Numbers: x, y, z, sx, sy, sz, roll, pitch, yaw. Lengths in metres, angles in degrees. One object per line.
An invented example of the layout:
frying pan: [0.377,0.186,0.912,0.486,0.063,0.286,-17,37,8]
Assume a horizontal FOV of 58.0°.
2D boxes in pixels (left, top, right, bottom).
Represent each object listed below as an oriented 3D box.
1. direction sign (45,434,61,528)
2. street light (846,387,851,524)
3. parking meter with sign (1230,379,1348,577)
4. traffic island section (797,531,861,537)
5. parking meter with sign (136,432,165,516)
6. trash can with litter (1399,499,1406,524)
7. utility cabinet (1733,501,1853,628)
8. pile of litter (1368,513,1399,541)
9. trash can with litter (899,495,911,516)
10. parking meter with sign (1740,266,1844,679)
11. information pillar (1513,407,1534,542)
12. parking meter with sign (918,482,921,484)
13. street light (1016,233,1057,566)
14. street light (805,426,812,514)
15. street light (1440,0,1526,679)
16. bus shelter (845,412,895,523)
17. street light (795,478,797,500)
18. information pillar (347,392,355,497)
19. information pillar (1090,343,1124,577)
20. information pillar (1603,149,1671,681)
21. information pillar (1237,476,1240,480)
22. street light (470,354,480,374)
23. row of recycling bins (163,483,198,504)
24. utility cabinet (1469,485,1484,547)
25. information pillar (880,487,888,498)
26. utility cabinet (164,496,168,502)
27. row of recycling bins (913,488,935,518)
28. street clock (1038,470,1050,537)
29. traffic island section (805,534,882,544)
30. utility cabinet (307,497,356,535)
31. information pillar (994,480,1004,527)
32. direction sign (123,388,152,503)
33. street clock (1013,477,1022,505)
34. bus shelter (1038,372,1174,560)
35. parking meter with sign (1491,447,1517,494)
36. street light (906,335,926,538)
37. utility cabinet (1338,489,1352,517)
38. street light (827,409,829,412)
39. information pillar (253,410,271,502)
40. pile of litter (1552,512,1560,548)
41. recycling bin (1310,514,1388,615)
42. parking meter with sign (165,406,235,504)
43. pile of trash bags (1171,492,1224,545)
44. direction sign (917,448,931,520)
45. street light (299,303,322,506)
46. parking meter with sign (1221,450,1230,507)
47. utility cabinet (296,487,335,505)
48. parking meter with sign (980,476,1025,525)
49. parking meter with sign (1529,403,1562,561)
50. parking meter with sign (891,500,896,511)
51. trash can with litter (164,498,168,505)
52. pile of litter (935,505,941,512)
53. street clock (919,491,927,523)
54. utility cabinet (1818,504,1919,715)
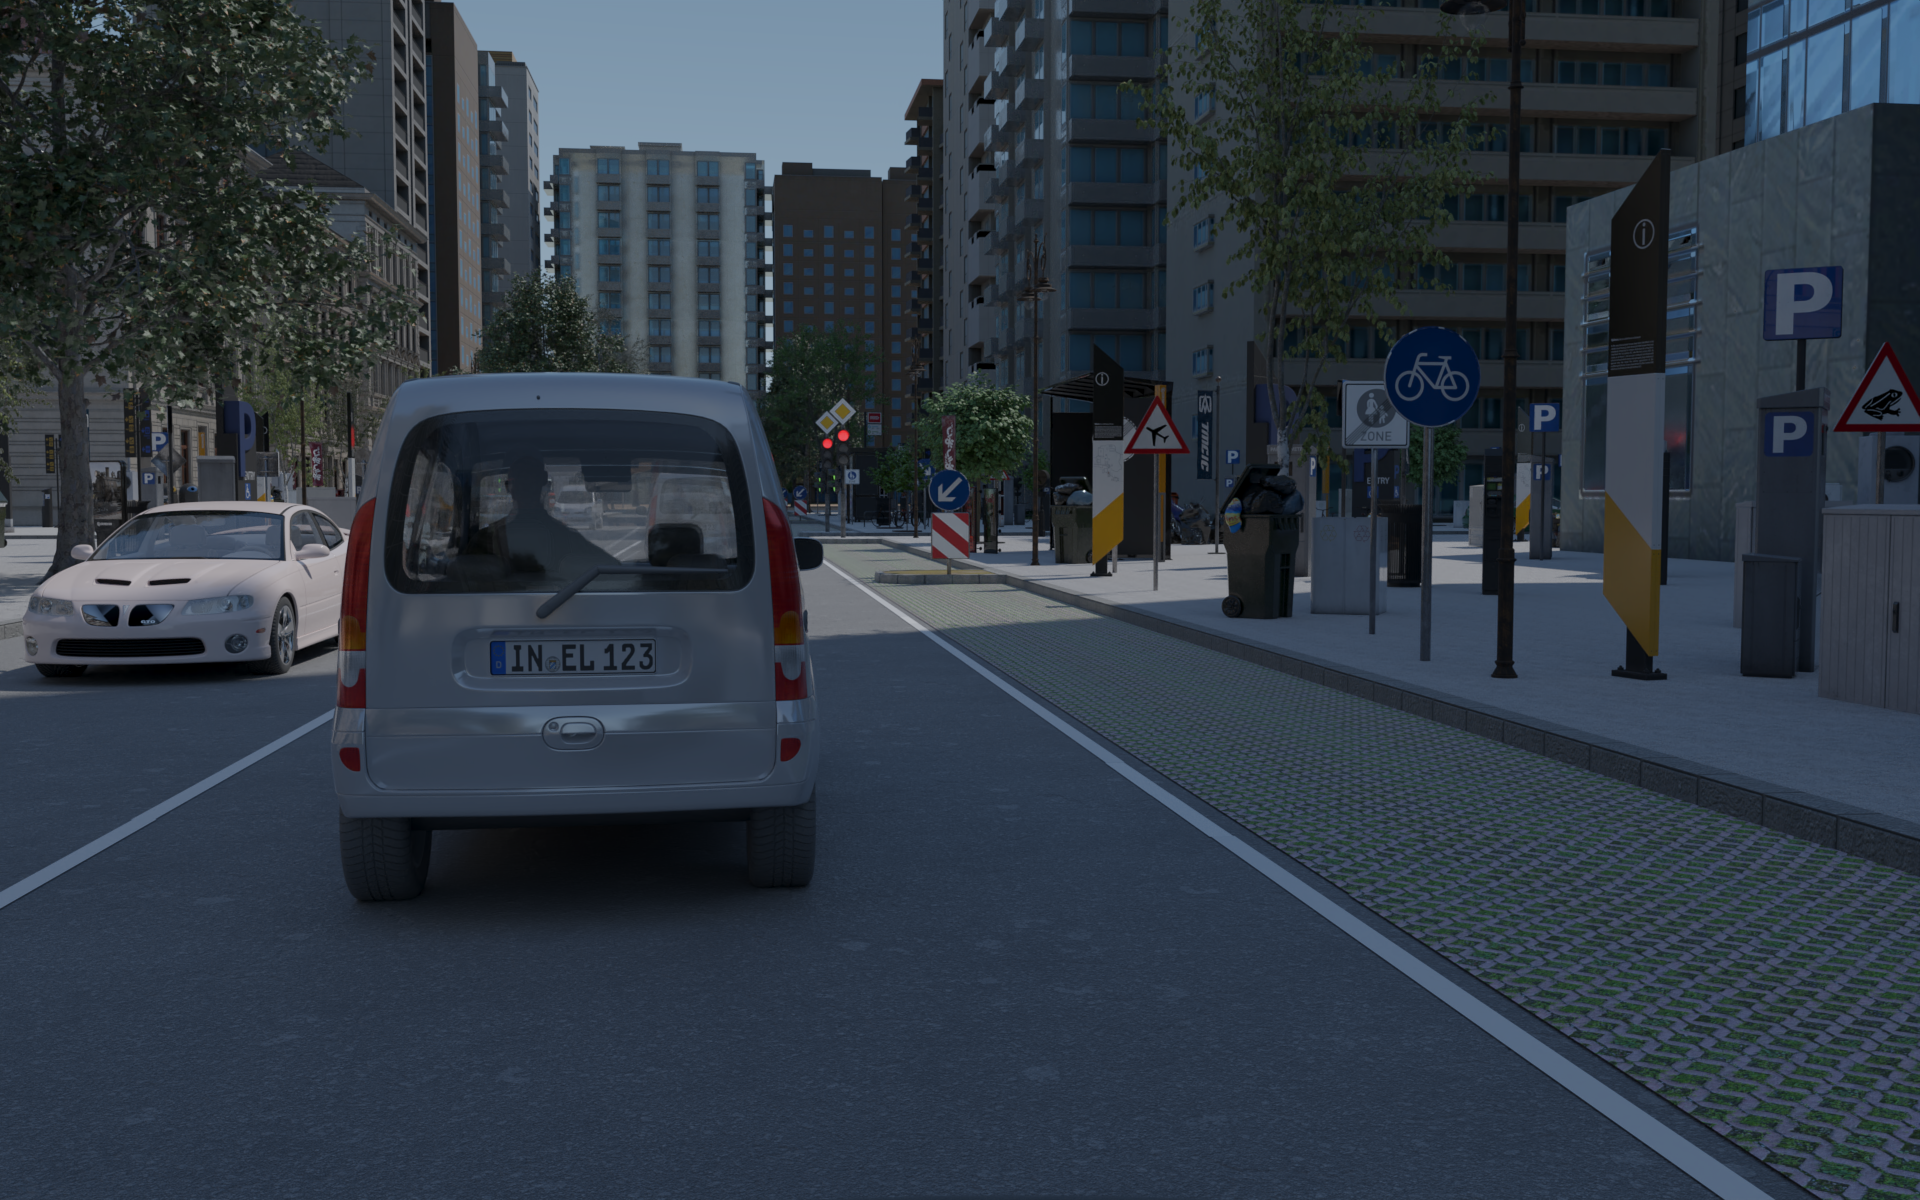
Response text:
direction sign: [-34.247,-4.510,65.733,0.876,3.537,0.379,0,4,3]
street light: [-4.830,-6.245,74.898,0.468,5.910,1.993,0,4,-8]
parking meter with sign: [5.173,-1.881,27.014,1.738,3.016,0.543,2,4,29]
traffic island section: [-4.472,-2.229,58.729,2.009,0.180,2.903,0,4,-8]
parking meter with sign: [-22.395,-3.162,47.961,0.543,3.016,1.738,-1,4,-10]
trash can with litter: [19.094,-3.861,74.509,1.055,1.170,0.624,3,5,44]
utility cabinet: [7.960,-0.331,16.577,1.020,1.237,0.306,0,4,-6]
pile of litter: [9.876,-1.603,40.178,1.176,0.858,1.719,3,5,43]
trash can with litter: [-3.085,-5.677,103.882,1.678,1.210,2.233,3,4,37]
parking meter with sign: [6.088,-1.007,12.728,0.543,3.016,1.738,2,4,30]
information pillar: [15.147,-3.372,46.487,0.183,3.616,0.504,-2,4,-32]
parking meter with sign: [-2.286,-6.372,100.441,0.543,3.016,1.738,0,4,6]
street light: [1.349,-3.554,30.890,0.468,5.910,1.993,0,4,-8]
street light: [-9.925,-8.643,114.103,0.468,5.910,1.993,0,4,-8]
street light: [3.810,-2.395,11.943,0.468,5.910,1.993,0,4,-8]
bus shelter: [-4.548,-6.396,82.199,2.179,5.291,8.768,0,4,-8]
street light: [-12.607,-9.798,132.993,0.468,5.910,1.993,0,4,-8]
information pillar: [-14.067,-2.978,40.043,0.183,3.616,0.504,-1,4,-12]
information pillar: [2.284,-2.172,26.867,0.504,3.616,0.183,0,4,8]
information pillar: [4.710,-1.266,12.056,0.183,3.616,0.504,-1,4,-21]
information pillar: [11.153,-3.970,69.393,0.304,2.012,0.304,2,4,34]
street light: [-15.994,-5.169,57.297,0.468,5.910,1.993,0,4,-8]
row of recycling bins: [-29.340,-3.664,67.013,3.534,1.692,1.069,-3,5,-39]
utility cabinet: [12.652,-2.024,41.774,0.318,1.500,1.173,0,4,-7]
information pillar: [-3.836,-5.053,87.115,0.304,2.012,0.304,2,4,35]
utility cabinet: [-27.513,-2.956,59.495,0.306,1.237,1.020,1,4,19]
row of recycling bins: [-1.965,-5.263,93.162,1.069,1.692,3.534,0,4,6]
street clock: [2.438,-2.894,51.888,0.471,2.002,0.358,2,4,27]
traffic island section: [-3.405,-1.745,50.815,2.009,0.180,2.903,0,4,-8]
utility cabinet: [-13.526,-1.594,37.224,1.020,1.237,0.306,-2,4,-34]
information pillar: [1.516,-3.830,67.110,0.304,2.012,0.304,2,4,34]
direction sign: [-17.508,-2.749,36.941,0.876,3.537,0.379,2,4,30]
street clock: [2.467,-4.256,74.157,0.358,2.002,0.471,2,4,25]
bus shelter: [2.946,-2.769,36.550,1.731,3.624,6.357,0,4,-8]
parking meter with sign: [20.631,-4.173,64.490,1.738,3.016,0.543,-1,4,-18]
street light: [-1.288,-4.749,50.431,0.468,5.910,1.993,0,4,-8]
utility cabinet: [16.175,-3.911,72.624,0.318,1.500,1.173,2,4,26]
street light: [-7.214,-7.445,94.511,0.468,5.910,1.993,0,4,-8]
information pillar: [-19.574,-3.497,48.533,0.504,3.616,0.183,-2,4,-26]
pile of litter: [14.595,-1.691,41.618,1.176,0.858,1.719,0,4,3]
recycling bin: [4.208,-0.377,18.717,0.722,1.027,0.722,1,4,21]
parking meter with sign: [-14.792,-2.338,34.482,1.738,3.016,0.543,-2,4,-25]
pile of trash bags: [6.639,-2.150,44.909,3.447,1.369,1.912,-2,4,-32]
direction sign: [-1.821,-5.759,86.153,0.876,3.537,0.379,-3,4,-38]
street light: [-12.616,-3.696,33.219,0.468,5.910,1.993,0,4,-8]
parking meter with sign: [10.538,-4.367,67.666,0.543,3.016,1.738,1,4,17]
utility cabinet: [-21.045,-2.931,56.608,1.173,1.500,0.318,-2,4,-30]
parking meter with sign: [1.832,-4.570,70.975,1.738,3.016,0.543,-2,4,-28]
parking meter with sign: [11.482,-2.315,34.106,0.543,3.016,1.738,1,4,19]
parking meter with sign: [-5.737,-8.395,133.520,1.738,3.016,0.543,1,4,18]
trash can with litter: [-25.944,-2.718,55.834,1.055,1.170,0.624,-2,4,-27]
pile of litter: [-0.745,-4.183,82.355,1.176,0.858,1.719,2,4,34]
street clock: [-1.633,-4.450,77.323,0.358,2.002,0.471,0,4,-5]
utility cabinet: [5.639,0.043,10.455,0.306,1.237,1.020,-1,4,-9]
